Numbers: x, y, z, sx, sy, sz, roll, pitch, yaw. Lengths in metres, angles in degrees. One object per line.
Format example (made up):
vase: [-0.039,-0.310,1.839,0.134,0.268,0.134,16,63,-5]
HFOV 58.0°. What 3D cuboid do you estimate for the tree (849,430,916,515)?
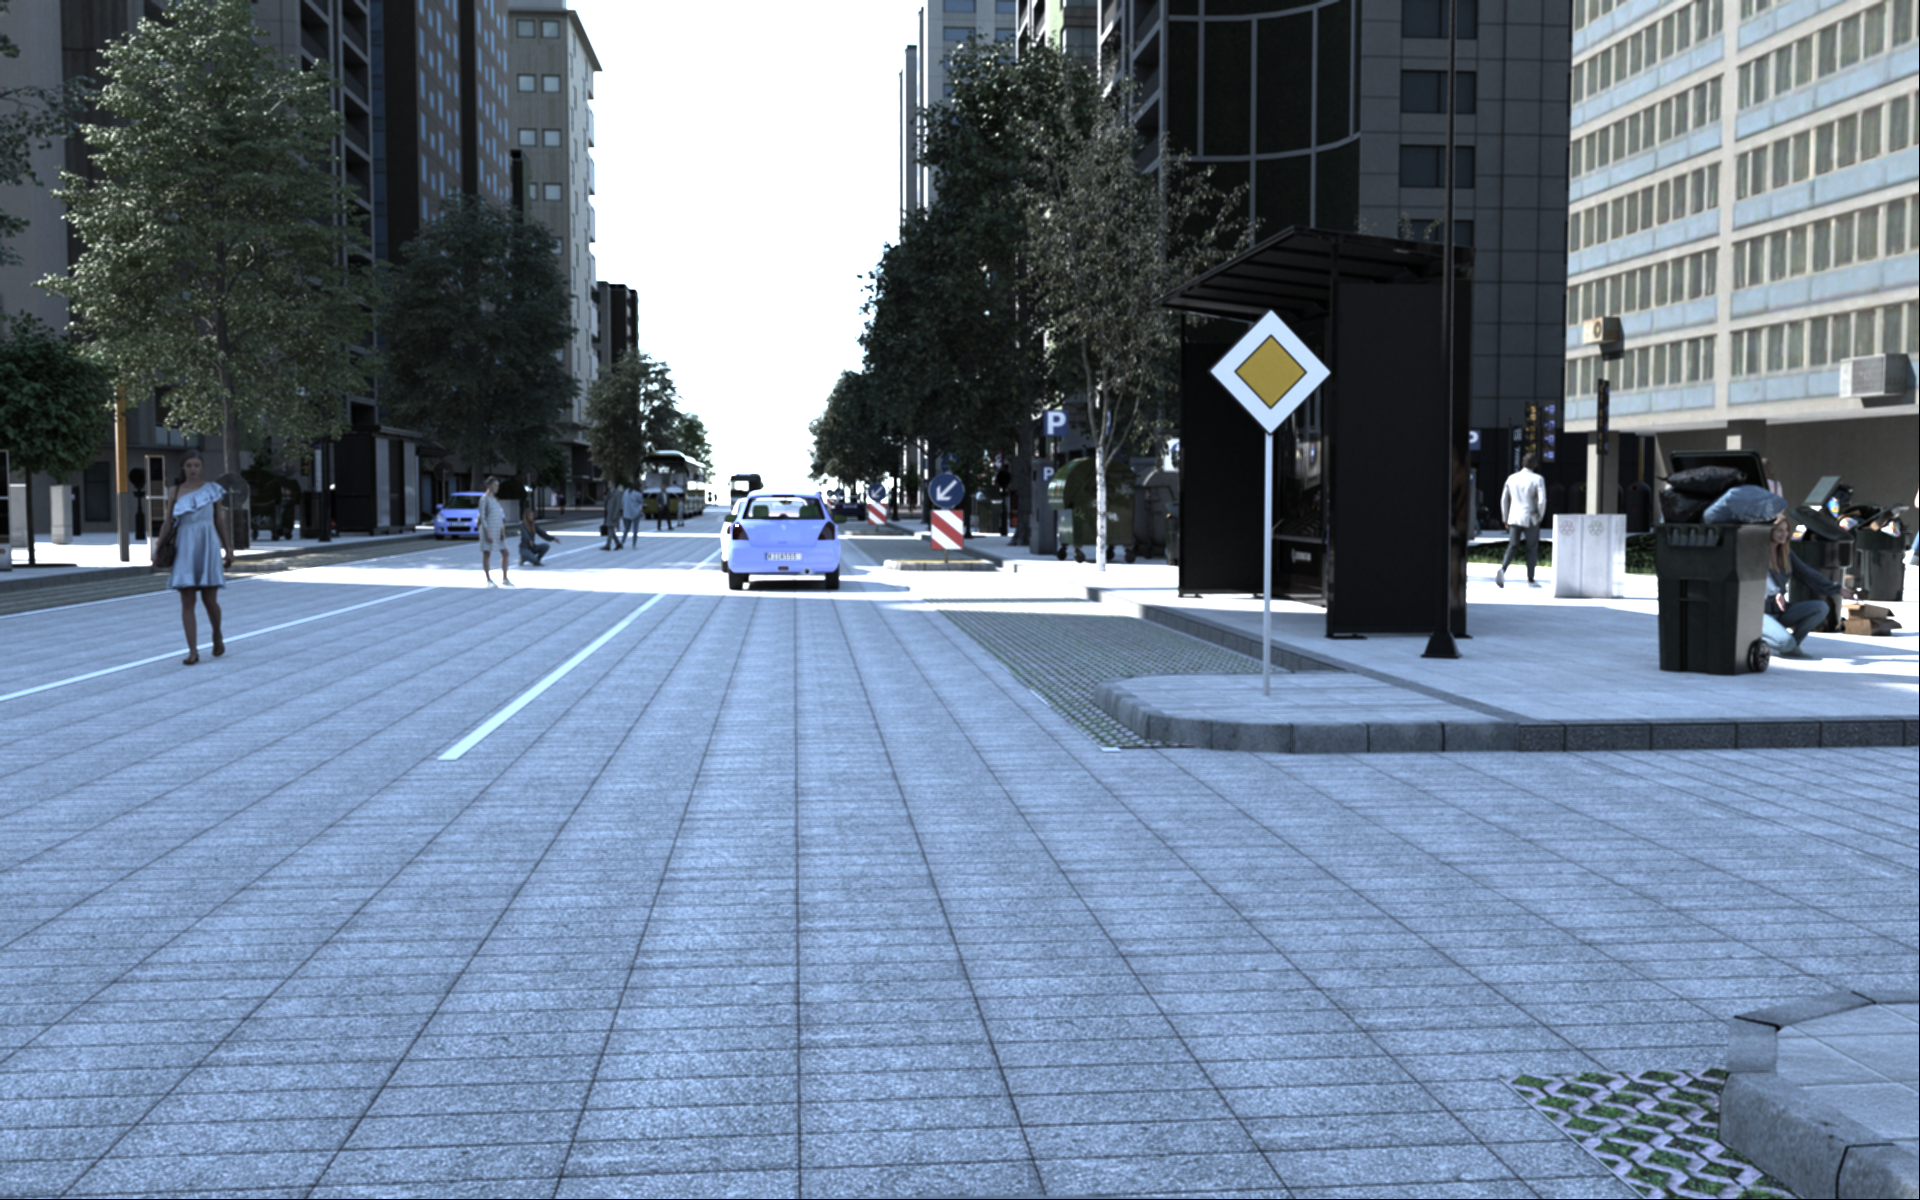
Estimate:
tree: [-4.391,-9.537,106.296,4.360,8.622,3.978,0,3,0]

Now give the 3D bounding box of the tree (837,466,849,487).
tree: [-14.446,-16.134,214.150,4.360,8.622,3.978,0,3,0]

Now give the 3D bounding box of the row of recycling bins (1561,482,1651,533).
row of recycling bins: [22.098,-3.096,57.738,3.534,1.692,1.069,2,4,31]

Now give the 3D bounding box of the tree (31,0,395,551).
tree: [-16.941,-7.405,39.191,7.486,12.596,7.792,0,3,0]

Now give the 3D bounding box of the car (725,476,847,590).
car: [-2.743,-1.078,27.220,1.945,1.707,3.694,0,4,-5]

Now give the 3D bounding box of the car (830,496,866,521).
car: [-6.054,-4.968,93.812,1.945,1.354,3.894,0,4,-7]

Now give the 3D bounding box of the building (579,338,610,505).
building: [-58.550,-31.895,213.370,32.217,40.220,23.993,0,4,-5]

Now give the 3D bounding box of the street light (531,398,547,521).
street light: [-20.260,-6.912,85.557,1.470,5.913,1.316,0,4,-5]

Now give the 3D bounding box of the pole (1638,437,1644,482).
pole: [24.164,-4.138,61.500,0.158,3.312,0.155,0,3,0]

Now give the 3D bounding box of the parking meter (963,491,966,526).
parking meter: [0.037,-3.839,68.486,0.399,1.863,0.255,2,4,35]

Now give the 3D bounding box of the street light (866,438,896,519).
street light: [-3.901,-7.064,88.041,1.470,5.913,1.316,0,4,-5]

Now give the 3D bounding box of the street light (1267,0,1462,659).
street light: [3.258,-2.501,13.431,1.470,5.913,1.316,0,4,-5]

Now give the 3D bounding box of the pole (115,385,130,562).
pole: [-15.790,-2.372,32.632,0.158,3.312,0.155,0,3,0]

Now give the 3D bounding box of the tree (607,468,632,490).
tree: [-24.621,-7.996,125.334,1.663,3.219,1.824,0,3,0]

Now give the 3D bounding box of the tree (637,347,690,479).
tree: [-27.644,-14.714,147.221,9.857,13.997,8.962,0,3,0]

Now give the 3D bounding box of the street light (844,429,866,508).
street light: [-7.368,-9.270,124.102,1.470,5.913,1.316,0,4,-5]

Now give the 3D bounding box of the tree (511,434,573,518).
tree: [-22.398,-6.657,92.560,4.285,4.588,4.351,0,3,0]

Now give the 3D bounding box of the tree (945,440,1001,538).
tree: [0.388,-3.482,51.540,1.663,3.219,1.824,0,3,0]

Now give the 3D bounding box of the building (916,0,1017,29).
building: [5.582,-40.333,201.449,21.231,58.520,28.212,0,4,-5]

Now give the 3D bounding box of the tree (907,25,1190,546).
tree: [1.546,-7.693,42.790,9.611,12.733,9.660,0,3,0]

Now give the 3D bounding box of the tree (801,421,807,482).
tree: [-9.208,-14.387,152.235,9.611,12.733,9.660,0,3,0]

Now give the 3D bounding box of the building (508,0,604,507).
building: [-54.130,-36.596,187.582,28.713,52.752,27.495,0,4,-5]

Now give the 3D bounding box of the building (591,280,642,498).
building: [-50.808,-28.256,233.684,14.160,30.474,14.107,0,4,-5]

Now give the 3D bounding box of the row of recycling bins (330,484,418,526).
row of recycling bins: [-23.752,-3.848,70.032,3.534,1.692,1.069,-2,4,-28]

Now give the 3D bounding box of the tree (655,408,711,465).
tree: [-33.967,-17.416,210.504,9.928,11.665,9.643,0,3,0]

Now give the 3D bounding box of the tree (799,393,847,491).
tree: [-13.512,-17.700,199.767,12.009,13.543,11.850,0,3,0]

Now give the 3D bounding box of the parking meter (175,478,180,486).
parking meter: [-25.168,-3.078,56.033,0.255,1.863,0.399,1,4,17]

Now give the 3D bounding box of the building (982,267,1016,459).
building: [14.313,-18.085,140.723,27.650,21.520,28.899,0,4,-5]

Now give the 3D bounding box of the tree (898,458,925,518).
tree: [-2.582,-5.928,91.524,1.663,3.219,1.824,0,3,0]

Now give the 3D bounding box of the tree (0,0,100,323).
tree: [-15.465,-6.935,20.043,9.857,13.997,8.962,0,3,0]

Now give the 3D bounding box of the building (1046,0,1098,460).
building: [11.614,-25.235,96.185,14.154,41.232,14.086,0,4,-5]

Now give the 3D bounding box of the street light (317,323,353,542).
street light: [-16.539,-4.519,46.426,1.470,5.913,1.316,0,4,-5]

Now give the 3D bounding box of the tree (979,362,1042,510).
tree: [2.159,-8.123,83.175,4.737,8.622,4.395,0,3,0]

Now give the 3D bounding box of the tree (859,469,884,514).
tree: [-5.758,-7.181,112.017,1.663,3.219,1.824,0,3,0]

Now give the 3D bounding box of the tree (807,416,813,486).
tree: [-1.136,-9.654,74.857,9.611,12.733,9.660,0,3,0]

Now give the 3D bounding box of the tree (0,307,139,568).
tree: [-16.403,-2.871,30.661,4.285,4.588,4.351,0,3,0]

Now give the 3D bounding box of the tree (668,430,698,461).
tree: [-32.000,-15.009,195.759,4.737,8.622,4.395,0,3,0]

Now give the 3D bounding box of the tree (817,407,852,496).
tree: [-11.845,-15.880,185.396,9.928,11.665,9.643,0,3,0]

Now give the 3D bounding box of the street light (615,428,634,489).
street light: [-23.787,-9.179,122.625,1.470,5.913,1.316,0,4,-5]

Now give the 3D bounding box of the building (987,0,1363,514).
building: [12.947,-41.302,113.542,20.563,71.187,20.611,0,4,-5]

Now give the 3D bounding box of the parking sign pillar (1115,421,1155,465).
parking sign pillar: [4.997,-3.745,49.698,1.447,3.967,1.447,-3,5,-39]

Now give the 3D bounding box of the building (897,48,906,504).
building: [2.346,-42.085,230.085,21.231,58.520,28.212,0,4,-5]

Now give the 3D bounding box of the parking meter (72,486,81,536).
parking meter: [-27.299,-2.747,53.322,0.372,1.533,0.369,0,3,0]

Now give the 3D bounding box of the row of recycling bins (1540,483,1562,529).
row of recycling bins: [22.377,-3.466,63.787,3.534,1.692,1.069,0,4,3]

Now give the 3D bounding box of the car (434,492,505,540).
car: [-15.584,-2.782,55.071,1.945,1.707,3.694,0,4,-5]

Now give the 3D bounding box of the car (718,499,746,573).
car: [-3.583,-1.263,33.005,2.083,1.381,4.827,0,4,-6]

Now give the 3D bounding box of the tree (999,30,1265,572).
tree: [2.447,-4.750,28.033,4.360,8.622,3.978,0,3,0]

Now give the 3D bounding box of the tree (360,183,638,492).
tree: [-20.363,-10.174,72.997,9.857,13.997,8.962,0,3,0]

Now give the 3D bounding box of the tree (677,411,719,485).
tree: [-36.729,-19.415,235.561,7.486,12.596,7.792,0,3,0]

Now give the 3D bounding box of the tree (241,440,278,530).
tree: [-24.912,-4.114,61.864,1.663,3.219,1.824,0,3,0]

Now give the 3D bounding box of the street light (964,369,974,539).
street light: [-0.310,-4.706,49.482,1.470,5.913,1.316,0,4,-5]

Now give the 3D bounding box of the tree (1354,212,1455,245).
tree: [11.138,-5.763,44.580,4.360,8.622,3.978,0,3,0]

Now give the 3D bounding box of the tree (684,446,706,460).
tree: [-35.787,-17.014,228.537,4.360,8.622,3.978,0,3,0]
